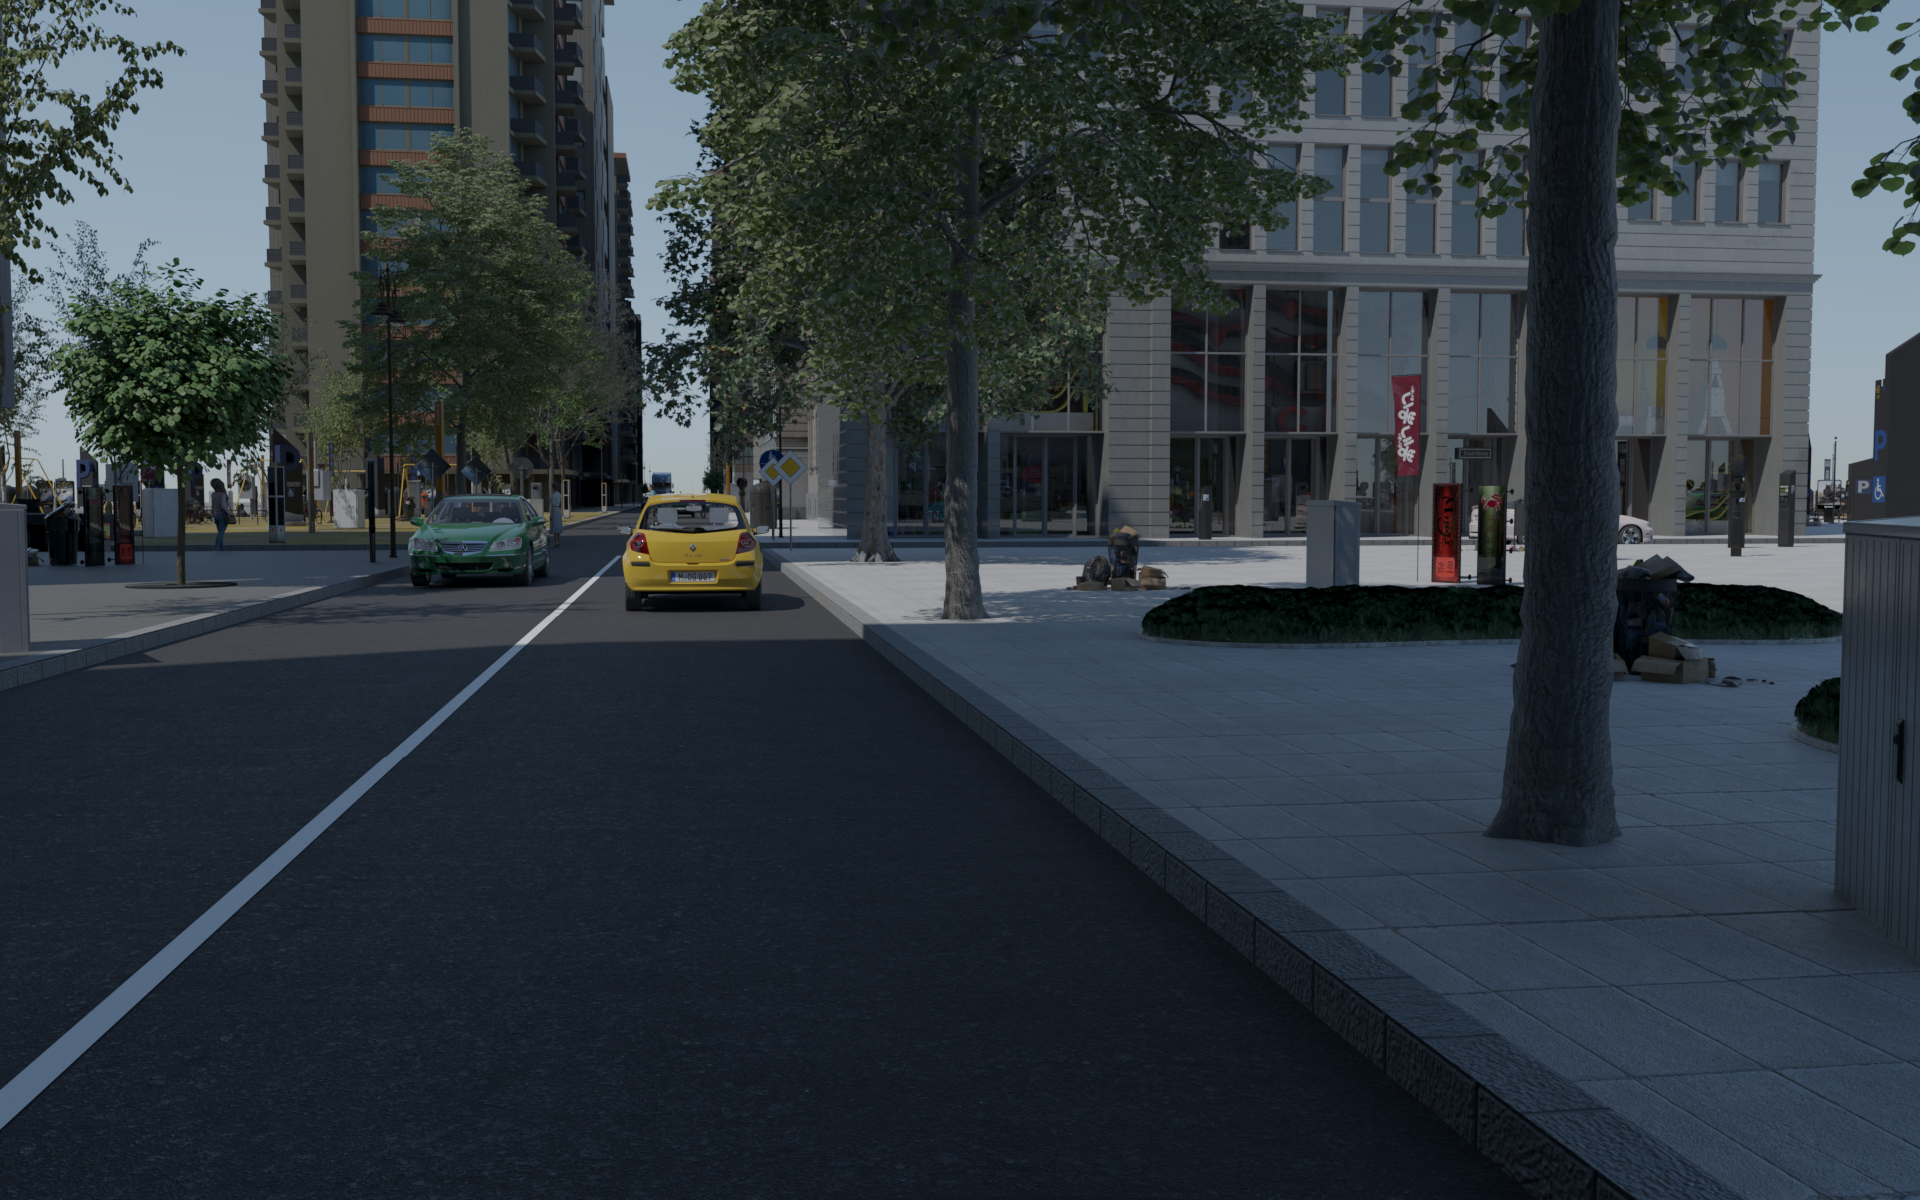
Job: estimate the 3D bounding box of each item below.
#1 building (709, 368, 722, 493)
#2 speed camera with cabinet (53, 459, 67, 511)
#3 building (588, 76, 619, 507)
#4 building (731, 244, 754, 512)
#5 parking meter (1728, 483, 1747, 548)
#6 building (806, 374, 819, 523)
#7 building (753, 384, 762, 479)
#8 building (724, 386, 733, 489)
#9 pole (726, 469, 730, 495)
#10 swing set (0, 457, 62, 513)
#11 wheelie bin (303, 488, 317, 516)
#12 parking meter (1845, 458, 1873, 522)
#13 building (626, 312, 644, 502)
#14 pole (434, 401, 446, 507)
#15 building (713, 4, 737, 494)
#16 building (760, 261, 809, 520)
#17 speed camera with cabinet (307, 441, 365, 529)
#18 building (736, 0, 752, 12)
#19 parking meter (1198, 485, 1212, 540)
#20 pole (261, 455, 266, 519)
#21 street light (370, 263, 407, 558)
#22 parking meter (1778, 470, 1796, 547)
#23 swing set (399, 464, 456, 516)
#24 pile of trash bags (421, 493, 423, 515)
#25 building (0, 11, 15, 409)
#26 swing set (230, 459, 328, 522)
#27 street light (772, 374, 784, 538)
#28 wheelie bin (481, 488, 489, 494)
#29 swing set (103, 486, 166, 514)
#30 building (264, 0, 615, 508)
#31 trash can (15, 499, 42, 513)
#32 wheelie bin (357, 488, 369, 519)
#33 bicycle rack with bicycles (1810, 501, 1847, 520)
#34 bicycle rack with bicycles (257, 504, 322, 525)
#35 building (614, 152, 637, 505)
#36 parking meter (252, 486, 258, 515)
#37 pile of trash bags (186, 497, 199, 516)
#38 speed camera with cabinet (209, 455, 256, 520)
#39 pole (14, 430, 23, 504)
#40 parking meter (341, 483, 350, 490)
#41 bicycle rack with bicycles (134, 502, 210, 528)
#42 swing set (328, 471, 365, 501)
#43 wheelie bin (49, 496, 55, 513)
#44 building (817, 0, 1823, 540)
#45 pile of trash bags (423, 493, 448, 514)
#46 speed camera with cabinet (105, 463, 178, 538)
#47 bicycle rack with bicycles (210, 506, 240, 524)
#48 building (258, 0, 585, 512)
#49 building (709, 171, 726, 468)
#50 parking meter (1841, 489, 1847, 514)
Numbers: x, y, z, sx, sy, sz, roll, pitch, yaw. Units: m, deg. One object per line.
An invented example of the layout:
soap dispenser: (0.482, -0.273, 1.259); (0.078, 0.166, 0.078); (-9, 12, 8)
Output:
building: (-32.350, -30.628, 272.467); (14.160, 30.474, 14.107); (-1, 4, -9)
speed camera with cabinet: (-51.198, -6.364, 98.392); (0.660, 3.252, 2.038); (-2, 4, -32)
building: (-43.414, -32.499, 181.477); (14.600, 45.320, 14.200); (-1, 4, -9)
building: (-10.459, -22.063, 132.425); (14.160, 30.474, 14.107); (-1, 4, -9)
parking meter: (18.466, -2.003, 41.162); (0.372, 1.533, 0.369); (0, 3, 0)
building: (0.304, -17.541, 74.189); (14.401, 28.519, 23.554); (-1, 4, -9)
building: (-8.056, -15.829, 113.561); (10.420, 20.320, 16.860); (-1, 4, -9)
building: (-10.836, -20.729, 183.963); (27.650, 21.520, 28.899); (-1, 4, -9)
pole: (-14.985, -7.219, 111.873); (0.158, 3.312, 0.155); (0, 3, 0)
swing set: (-40.367, -4.712, 74.668); (2.862, 2.851, 3.119); (-1, 4, -10)
wheelie bin: (-35.667, -5.328, 95.016); (0.693, 1.594, 0.980); (1, 4, 18)
parking meter: (14.432, -1.350, 27.792); (0.399, 1.863, 0.255); (1, 4, 15)
building: (-56.149, -30.264, 266.515); (14.160, 30.474, 14.107); (-1, 4, -9)
pole: (-11.472, -2.715, 38.235); (0.158, 3.312, 0.155); (0, 3, 0)
building: (-26.300, -49.932, 254.631); (20.563, 71.187, 20.611); (-1, 4, -9)
building: (-5.941, -15.037, 95.006); (9.793, 20.994, 18.267); (-1, 4, -9)
speed camera with cabinet: (-23.254, -4.293, 64.520); (2.038, 3.252, 0.660); (1, 4, 11)
building: (-8.962, -30.565, 154.366); (22.147, 44.769, 28.867); (-1, 4, -9)
parking meter: (6.885, -2.459, 48.609); (0.372, 1.533, 0.369); (0, 3, 0)
pole: (-36.357, -5.904, 90.370); (0.158, 3.312, 0.155); (0, 3, 0)
street light: (-11.439, -3.792, 34.792); (0.468, 5.910, 1.993); (-1, 4, -9)
parking meter: (19.998, -2.213, 41.896); (0.399, 1.863, 0.255); (-3, 5, -41)
swing set: (-27.704, -5.687, 90.606); (3.119, 2.851, 2.862); (0, 4, -4)
pile of trash bags: (-33.379, -5.987, 107.644); (1.912, 1.369, 3.447); (-1, 4, -22)
building: (-23.853, -20.955, 26.212); (14.086, 41.232, 14.154); (-1, 4, -9)
swing set: (-31.084, -4.957, 78.666); (3.119, 2.851, 2.862); (1, 4, 20)
street light: (-5.270, -4.770, 50.782); (0.468, 5.910, 1.993); (-1, 4, -9)
wheelie bin: (-24.358, -4.936, 88.610); (0.693, 1.594, 0.980); (0, 4, -8)
swing set: (-48.824, -6.431, 102.770); (2.862, 2.851, 3.119); (1, 4, 22)
building: (-46.660, -34.886, 159.629); (28.713, 52.752, 27.495); (-1, 4, -9)
trash can: (-28.453, -2.525, 52.932); (0.748, 1.137, 0.748); (0, 3, 0)
wheelie bin: (-30.553, -4.953, 88.890); (0.980, 1.594, 0.693); (0, 4, -6)
bicycle rack with bicycles: (42.386, -4.400, 85.324); (2.852, 0.926, 2.925); (-3, 5, -42)
bicycle rack with bicycles: (-28.014, -3.642, 72.930); (2.852, 0.926, 2.925); (2, 4, 26)
building: (-52.117, -34.303, 215.480); (22.147, 44.769, 28.867); (-1, 4, -9)
parking meter: (-43.205, -6.136, 106.034); (0.399, 1.863, 0.255); (0, 4, 3)
pile of trash bags: (-42.955, -5.161, 94.130); (3.447, 1.369, 1.912); (0, 4, 8)
speed camera with cabinet: (-35.461, -5.506, 84.356); (2.038, 3.252, 0.660); (0, 4, -6)
pole: (-30.048, -3.758, 55.294); (0.158, 3.312, 0.155); (0, 3, 0)
parking meter: (-31.052, -5.002, 87.487); (0.255, 1.863, 0.399); (3, 5, 44)
bicycle rack with bicycles: (-30.502, -3.208, 65.826); (2.852, 0.926, 2.925); (-1, 4, -9)
swing set: (-40.488, -7.254, 116.226); (3.119, 2.851, 2.862); (0, 4, 7)
wheelie bin: (-47.217, -4.983, 89.373); (0.693, 1.594, 0.980); (0, 4, 0)
building: (10.542, -16.986, 55.206); (29.804, 29.767, 11.434); (-1, 4, -9)
pile of trash bags: (-28.930, -5.523, 100.061); (1.912, 1.369, 3.447); (1, 4, 22)
speed camera with cabinet: (-23.721, -3.429, 50.395); (0.660, 3.252, 2.038); (2, 4, 35)
bicycle rack with bicycles: (-31.932, -3.650, 73.059); (2.852, 0.926, 2.925); (3, 4, 38)
building: (-40.159, -29.198, 132.013); (22.147, 44.769, 28.867); (-1, 4, -9)
building: (-22.071, -35.259, 231.105); (22.147, 44.769, 28.867); (-1, 4, -9)
parking meter: (47.250, -5.140, 92.442); (0.372, 1.533, 0.369); (0, 3, 0)
